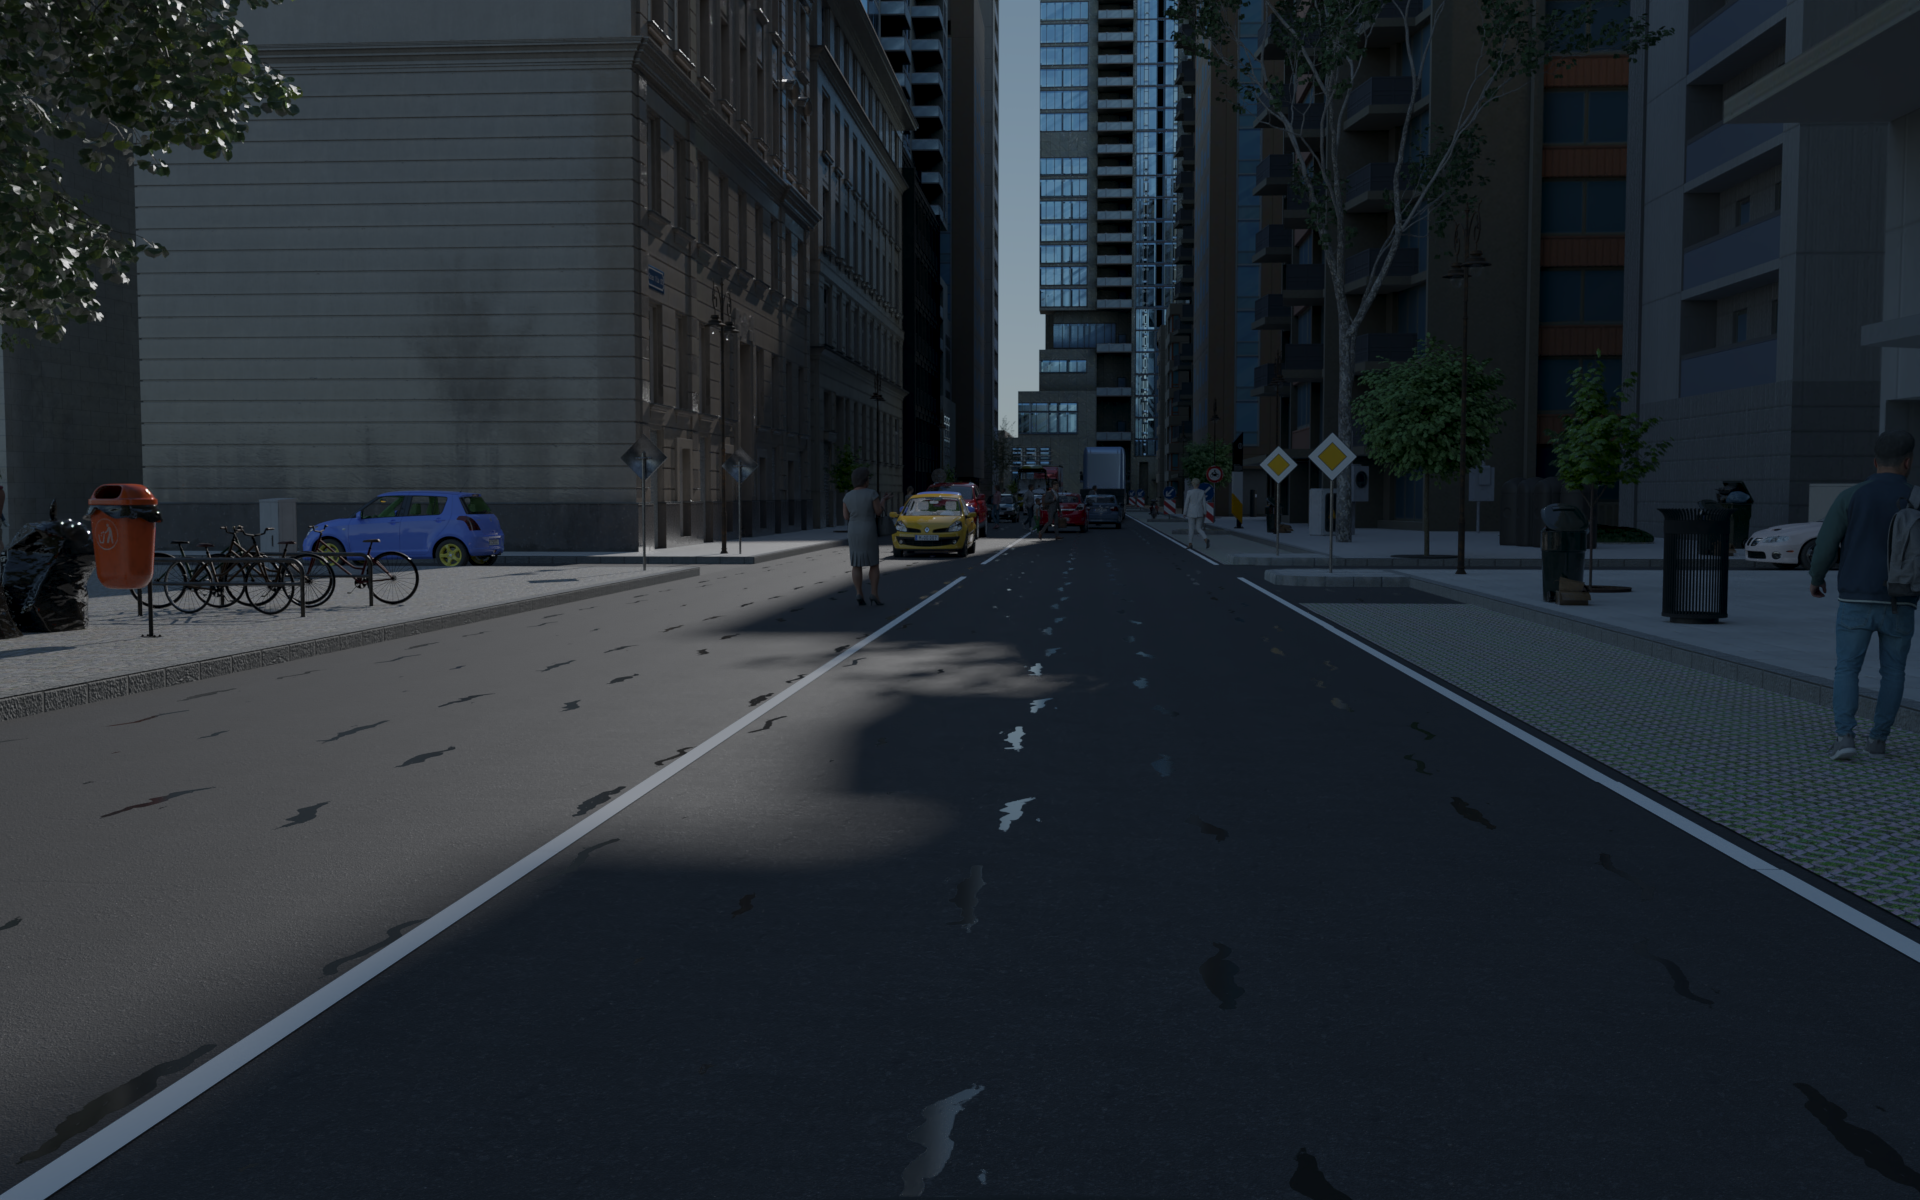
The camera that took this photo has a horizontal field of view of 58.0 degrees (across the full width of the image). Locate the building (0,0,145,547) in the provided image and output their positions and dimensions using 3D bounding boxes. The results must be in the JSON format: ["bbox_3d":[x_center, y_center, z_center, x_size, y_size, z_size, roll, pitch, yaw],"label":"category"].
[{"bbox_3d":[-29.482,-11.596,44.349,16.860,20.320,10.420,0,4,4],"label":"building"}]

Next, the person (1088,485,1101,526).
[{"bbox_3d":[5.994,-4.261,78.268,0.850,1.850,0.679,2,4,27],"label":"person"}]

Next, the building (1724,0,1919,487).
[{"bbox_3d":[23.482,-25.775,10.660,28.713,52.752,27.495,0,4,4],"label":"building"}]

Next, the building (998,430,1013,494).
[{"bbox_3d":[-7.725,-37.992,210.401,27.495,52.752,28.713,0,4,4],"label":"building"}]

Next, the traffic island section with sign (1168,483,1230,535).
[{"bbox_3d":[8.557,-3.242,61.629,1.989,1.847,2.006,0,4,4],"label":"traffic island section with sign"}]

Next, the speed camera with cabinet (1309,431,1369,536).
[{"bbox_3d":[11.743,-3.625,53.612,2.038,3.252,0.660,-2,4,-34],"label":"speed camera with cabinet"}]

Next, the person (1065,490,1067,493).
[{"bbox_3d":[8.719,-8.160,142.696,1.217,1.735,0.721,0,4,7],"label":"person"}]

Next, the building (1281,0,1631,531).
[{"bbox_3d":[23.816,-25.479,71.213,22.147,44.769,28.867,0,4,4],"label":"building"}]

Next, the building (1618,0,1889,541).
[{"bbox_3d":[34.105,-30.649,43.104,28.212,58.520,21.231,0,4,4],"label":"building"}]

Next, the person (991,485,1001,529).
[{"bbox_3d":[1.484,-3.849,71.440,0.388,1.821,0.555,-2,4,-35],"label":"person"}]

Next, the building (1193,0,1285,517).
[{"bbox_3d":[21.308,-27.677,102.631,14.600,45.320,14.200,0,4,4],"label":"building"}]

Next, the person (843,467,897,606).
[{"bbox_3d":[-1.130,-0.823,22.314,0.716,1.782,0.532,1,4,20],"label":"person"}]

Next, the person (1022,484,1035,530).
[{"bbox_3d":[2.740,-3.744,69.563,0.795,1.843,0.661,3,5,39],"label":"person"}]

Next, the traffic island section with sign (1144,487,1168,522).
[{"bbox_3d":[10.567,-4.886,88.510,1.989,1.847,2.006,0,4,4],"label":"traffic island section with sign"}]

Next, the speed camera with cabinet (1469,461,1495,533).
[{"bbox_3d":[17.712,-3.805,56.546,2.038,3.252,0.660,0,4,-1],"label":"speed camera with cabinet"}]

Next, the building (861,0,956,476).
[{"bbox_3d":[-11.076,-49.813,127.120,22.319,86.520,31.000,0,4,4],"label":"building"}]

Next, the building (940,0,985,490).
[{"bbox_3d":[-5.204,-30.634,150.977,14.600,45.320,14.200,0,4,4],"label":"building"}]

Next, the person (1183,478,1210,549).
[{"bbox_3d":[6.105,-2.216,44.608,0.514,1.842,0.818,-2,4,-34],"label":"person"}]

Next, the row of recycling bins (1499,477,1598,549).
[{"bbox_3d":[14.192,-2.129,41.927,1.069,1.692,3.534,-1,4,-12],"label":"row of recycling bins"}]

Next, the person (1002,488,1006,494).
[{"bbox_3d":[2.842,-6.130,109.005,0.850,1.792,0.678,0,4,3],"label":"person"}]

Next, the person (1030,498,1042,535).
[{"bbox_3d":[2.652,-2.911,60.346,0.590,1.304,0.306,-3,4,-39],"label":"person"}]

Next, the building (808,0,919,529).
[{"bbox_3d":[-11.322,-14.953,77.766,16.112,22.955,30.059,0,4,4],"label":"building"}]

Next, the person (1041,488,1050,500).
[{"bbox_3d":[5.762,-6.443,113.775,1.348,1.831,0.705,-2,4,-32],"label":"person"}]

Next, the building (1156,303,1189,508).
[{"bbox_3d":[33.829,-19.902,170.438,27.650,21.520,28.899,0,4,4],"label":"building"}]

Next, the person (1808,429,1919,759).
[{"bbox_3d":[4.959,-0.030,9.341,0.623,1.781,0.721,1,4,12],"label":"person"}]

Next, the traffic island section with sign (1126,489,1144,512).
[{"bbox_3d":[14.254,-7.909,137.939,1.989,1.847,2.006,0,4,4],"label":"traffic island section with sign"}]

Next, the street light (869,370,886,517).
[{"bbox_3d":[-3.076,-5.634,64.900,0.468,5.910,1.993,0,4,4],"label":"street light"}]

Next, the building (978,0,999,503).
[{"bbox_3d":[-10.273,-38.806,176.471,28.212,58.520,21.231,0,4,4],"label":"building"}]

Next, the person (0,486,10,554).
[{"bbox_3d":[-18.643,-1.527,33.435,0.580,1.828,0.573,3,4,36],"label":"person"}]

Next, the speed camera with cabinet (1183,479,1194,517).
[{"bbox_3d":[13.042,-6.376,98.588,0.660,3.252,2.038,0,4,6],"label":"speed camera with cabinet"}]

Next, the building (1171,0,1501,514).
[{"bbox_3d":[28.706,-29.713,140.436,22.147,44.769,28.867,0,4,4],"label":"building"}]

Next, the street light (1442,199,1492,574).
[{"bbox_3d":[8.021,-3.350,27.555,0.468,5.910,1.993,0,4,4],"label":"street light"}]

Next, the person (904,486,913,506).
[{"bbox_3d":[-1.704,-3.056,59.471,0.522,1.701,0.512,-3,5,-44],"label":"person"}]

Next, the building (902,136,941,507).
[{"bbox_3d":[-7.945,-16.562,100.469,12.332,23.373,15.834,0,4,4],"label":"building"}]

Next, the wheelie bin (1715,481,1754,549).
[{"bbox_3d":[18.167,-2.005,40.695,0.693,1.594,0.980,-1,4,-18],"label":"wheelie bin"}]

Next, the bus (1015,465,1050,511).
[{"bbox_3d":[6.254,-9.663,149.540,2.896,3.916,12.252,0,4,3],"label":"bus"}]

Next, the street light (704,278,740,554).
[{"bbox_3d":[-5.081,-3.935,37.130,0.468,5.910,1.993,0,4,4],"label":"street light"}]

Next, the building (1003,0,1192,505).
[{"bbox_3d":[21.211,-54.522,204.112,31.000,86.520,22.319,0,4,4],"label":"building"}]

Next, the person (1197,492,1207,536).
[{"bbox_3d":[8.155,-2.913,58.725,0.503,1.515,0.523,2,4,31],"label":"person"}]

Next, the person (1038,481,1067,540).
[{"bbox_3d":[2.896,-2.801,54.255,0.822,1.834,0.622,2,4,31],"label":"person"}]

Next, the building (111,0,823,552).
[{"bbox_3d":[-11.825,-15.455,49.945,12.463,27.353,25.104,0,4,4],"label":"building"}]

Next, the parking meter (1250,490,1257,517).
[{"bbox_3d":[16.302,-5.374,96.276,0.372,1.533,0.369,0,3,0],"label":"parking meter"}]
